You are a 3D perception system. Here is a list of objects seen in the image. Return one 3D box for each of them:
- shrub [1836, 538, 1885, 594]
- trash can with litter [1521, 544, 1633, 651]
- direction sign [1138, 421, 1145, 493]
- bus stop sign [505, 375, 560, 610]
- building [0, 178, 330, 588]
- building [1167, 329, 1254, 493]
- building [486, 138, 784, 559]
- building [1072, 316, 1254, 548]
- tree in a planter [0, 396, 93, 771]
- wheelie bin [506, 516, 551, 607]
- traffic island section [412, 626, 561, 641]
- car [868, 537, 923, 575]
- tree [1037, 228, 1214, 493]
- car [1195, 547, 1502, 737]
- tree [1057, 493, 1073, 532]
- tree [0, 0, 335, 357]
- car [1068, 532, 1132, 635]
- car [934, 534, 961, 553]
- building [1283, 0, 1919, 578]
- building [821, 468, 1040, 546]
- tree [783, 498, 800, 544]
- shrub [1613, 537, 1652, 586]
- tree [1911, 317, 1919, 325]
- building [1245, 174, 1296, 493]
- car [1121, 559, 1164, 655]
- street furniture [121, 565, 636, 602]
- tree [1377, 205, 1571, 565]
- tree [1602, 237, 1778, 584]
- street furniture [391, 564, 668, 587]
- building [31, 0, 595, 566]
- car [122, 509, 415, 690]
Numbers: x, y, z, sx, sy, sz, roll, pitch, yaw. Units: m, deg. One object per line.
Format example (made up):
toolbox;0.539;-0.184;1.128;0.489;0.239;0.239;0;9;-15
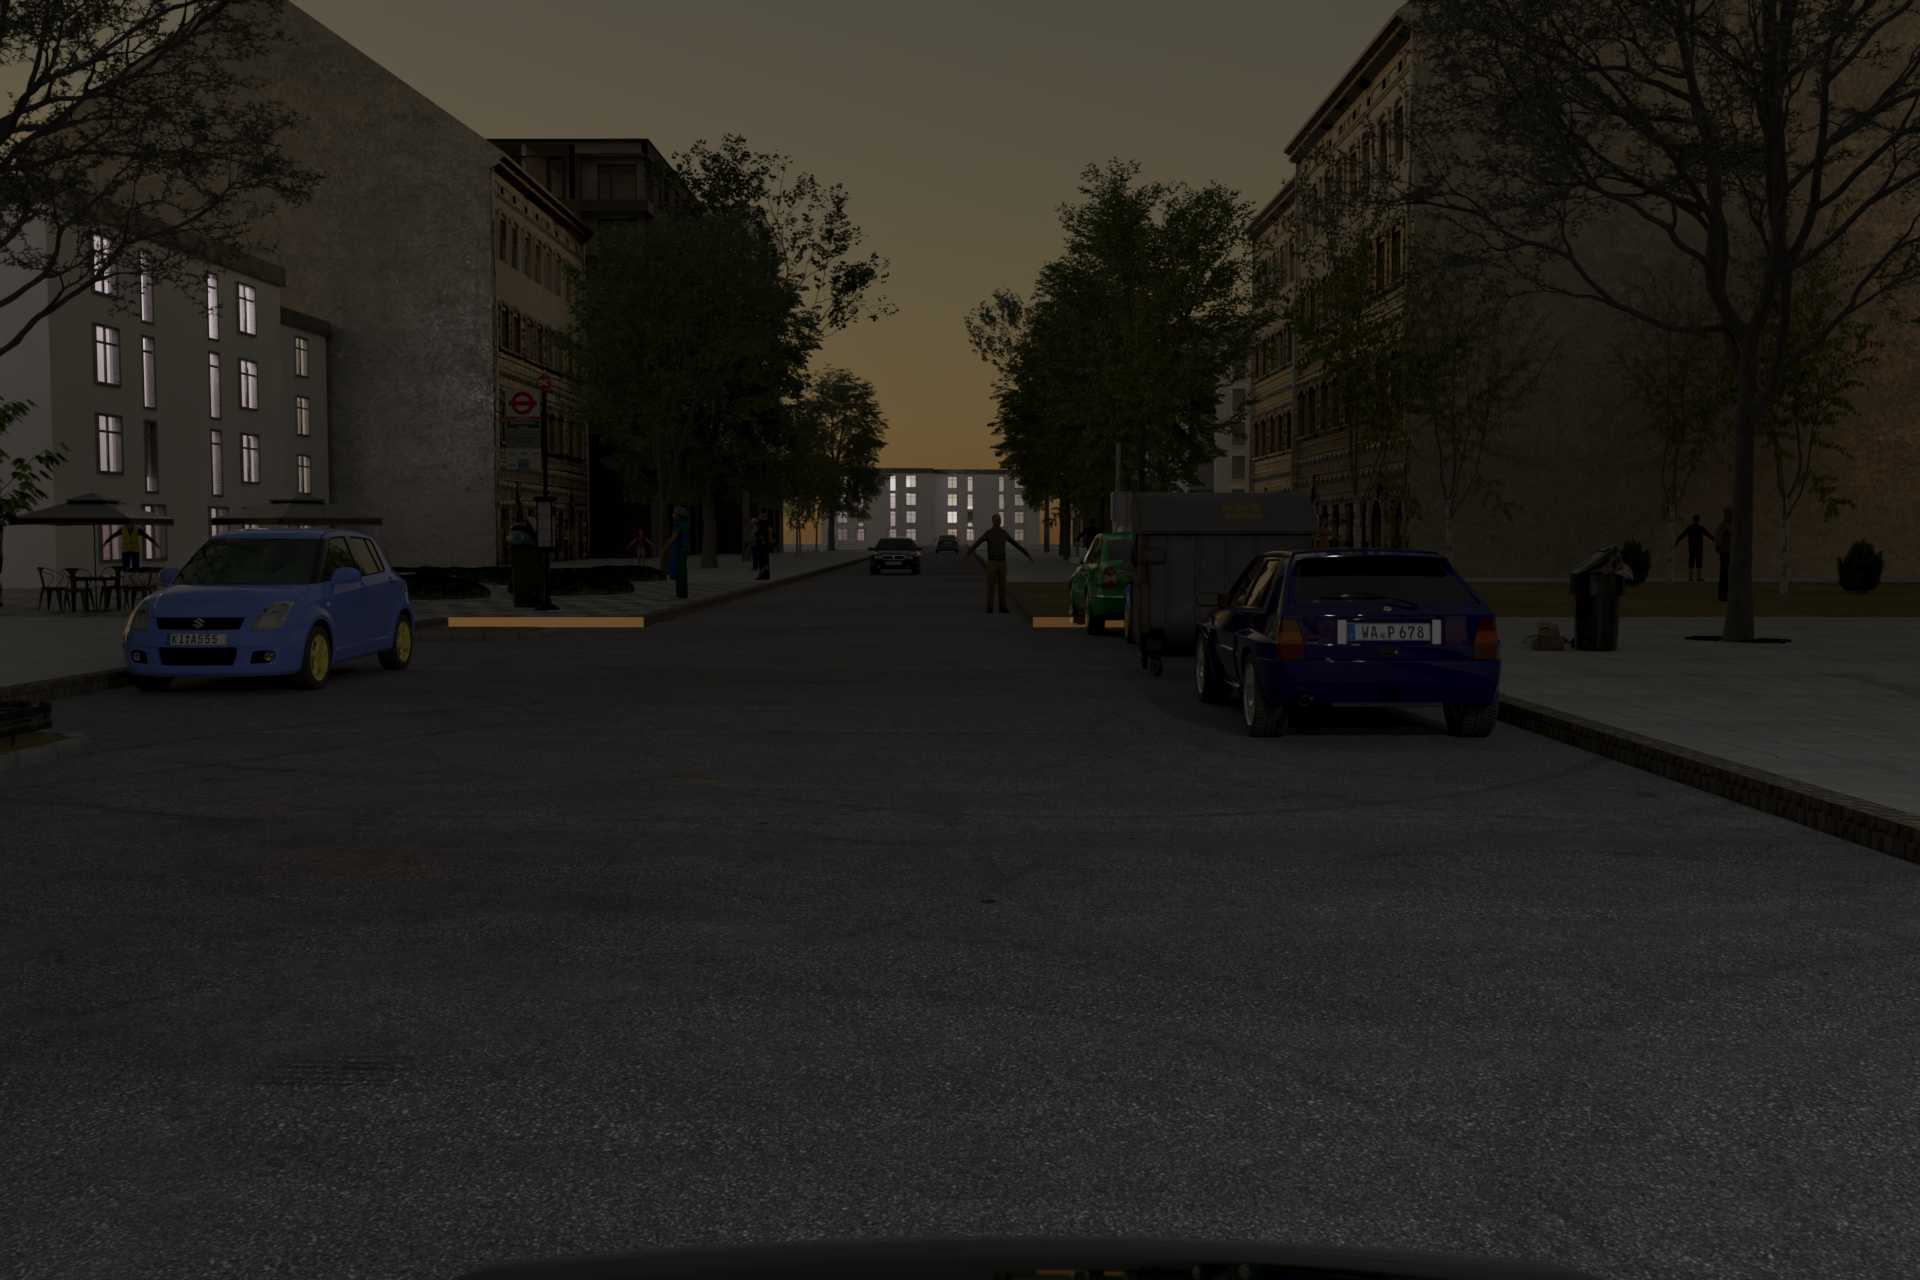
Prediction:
shrub;19.379;-1.600;37.272;1.383;1.207;1.383;0;3;0
trash can with litter;6.784;-0.469;19.050;1.055;1.170;0.624;0;4;0
direction sign;3.695;-2.650;35.330;0.379;3.537;0.876;0;4;-1
bus stop sign;-7.205;-2.476;29.189;0.855;3.939;0.416;0;4;-1
building;-25.809;-6.891;54.807;9.099;9.664;28.070;0;4;0
building;24.358;-18.520;159.225;16.016;20.090;11.380;0;4;0
building;-26.522;-16.035;106.149;27.936;21.610;32.646;0;4;0
building;25.399;-20.479;178.811;27.936;21.610;32.646;0;4;0
tree in a planter;-6.731;-0.836;10.889;1.991;3.239;1.994;0;4;0
wheelie bin;-7.560;-1.377;30.416;0.693;1.594;0.980;0;4;-1
traffic island section;-6.702;-0.085;24.262;1.991;0.108;1.994;0;4;1
car;-2.293;-3.013;61.845;1.945;1.354;3.894;0;4;0
tree;4.160;-5.541;40.950;4.737;8.622;4.395;0;3;0
car;2.890;-0.059;13.545;1.945;1.354;3.894;0;3;0
tree;14.375;-16.445;219.237;4.737;8.622;4.395;0;3;0
tree;-12.458;-6.759;20.887;12.009;13.543;11.850;0;3;0
car;2.651;-1.052;26.003;1.959;1.807;4.718;0;4;-1
car;-0.953;-7.200;129.720;2.014;1.417;4.499;0;4;0
building;22.389;-13.961;59.195;19.493;23.208;18.063;0;4;0
building;-3.711;-16.894;220.821;28.070;9.664;9.099;0;4;-4
tree;-21.666;-16.640;222.432;4.737;8.622;4.395;0;3;0
shrub;16.483;-1.921;42.532;1.383;1.207;1.383;0;3;0
tree;27.097;-7.586;42.152;7.486;12.596;7.792;0;3;0
building;23.794;-15.071;77.345;19.493;23.208;18.063;0;3;0
car;3.022;-0.743;21.743;1.945;1.707;3.694;0;4;0
street furniture;-12.128;-1.242;35.927;10.072;0.657;5.734;1;4;15
tree;11.094;-5.445;39.390;4.360;8.622;3.978;0;3;0
tree;17.883;-5.725;43.960;4.360;8.622;3.978;0;3;0
street furniture;-12.416;-1.746;44.168;10.072;0.657;5.734;-1;4;-15
building;-27.911;-15.100;77.810;19.493;23.208;18.063;0;4;-1
car;-6.710;-0.455;17.024;1.945;1.707;3.694;0;4;0
